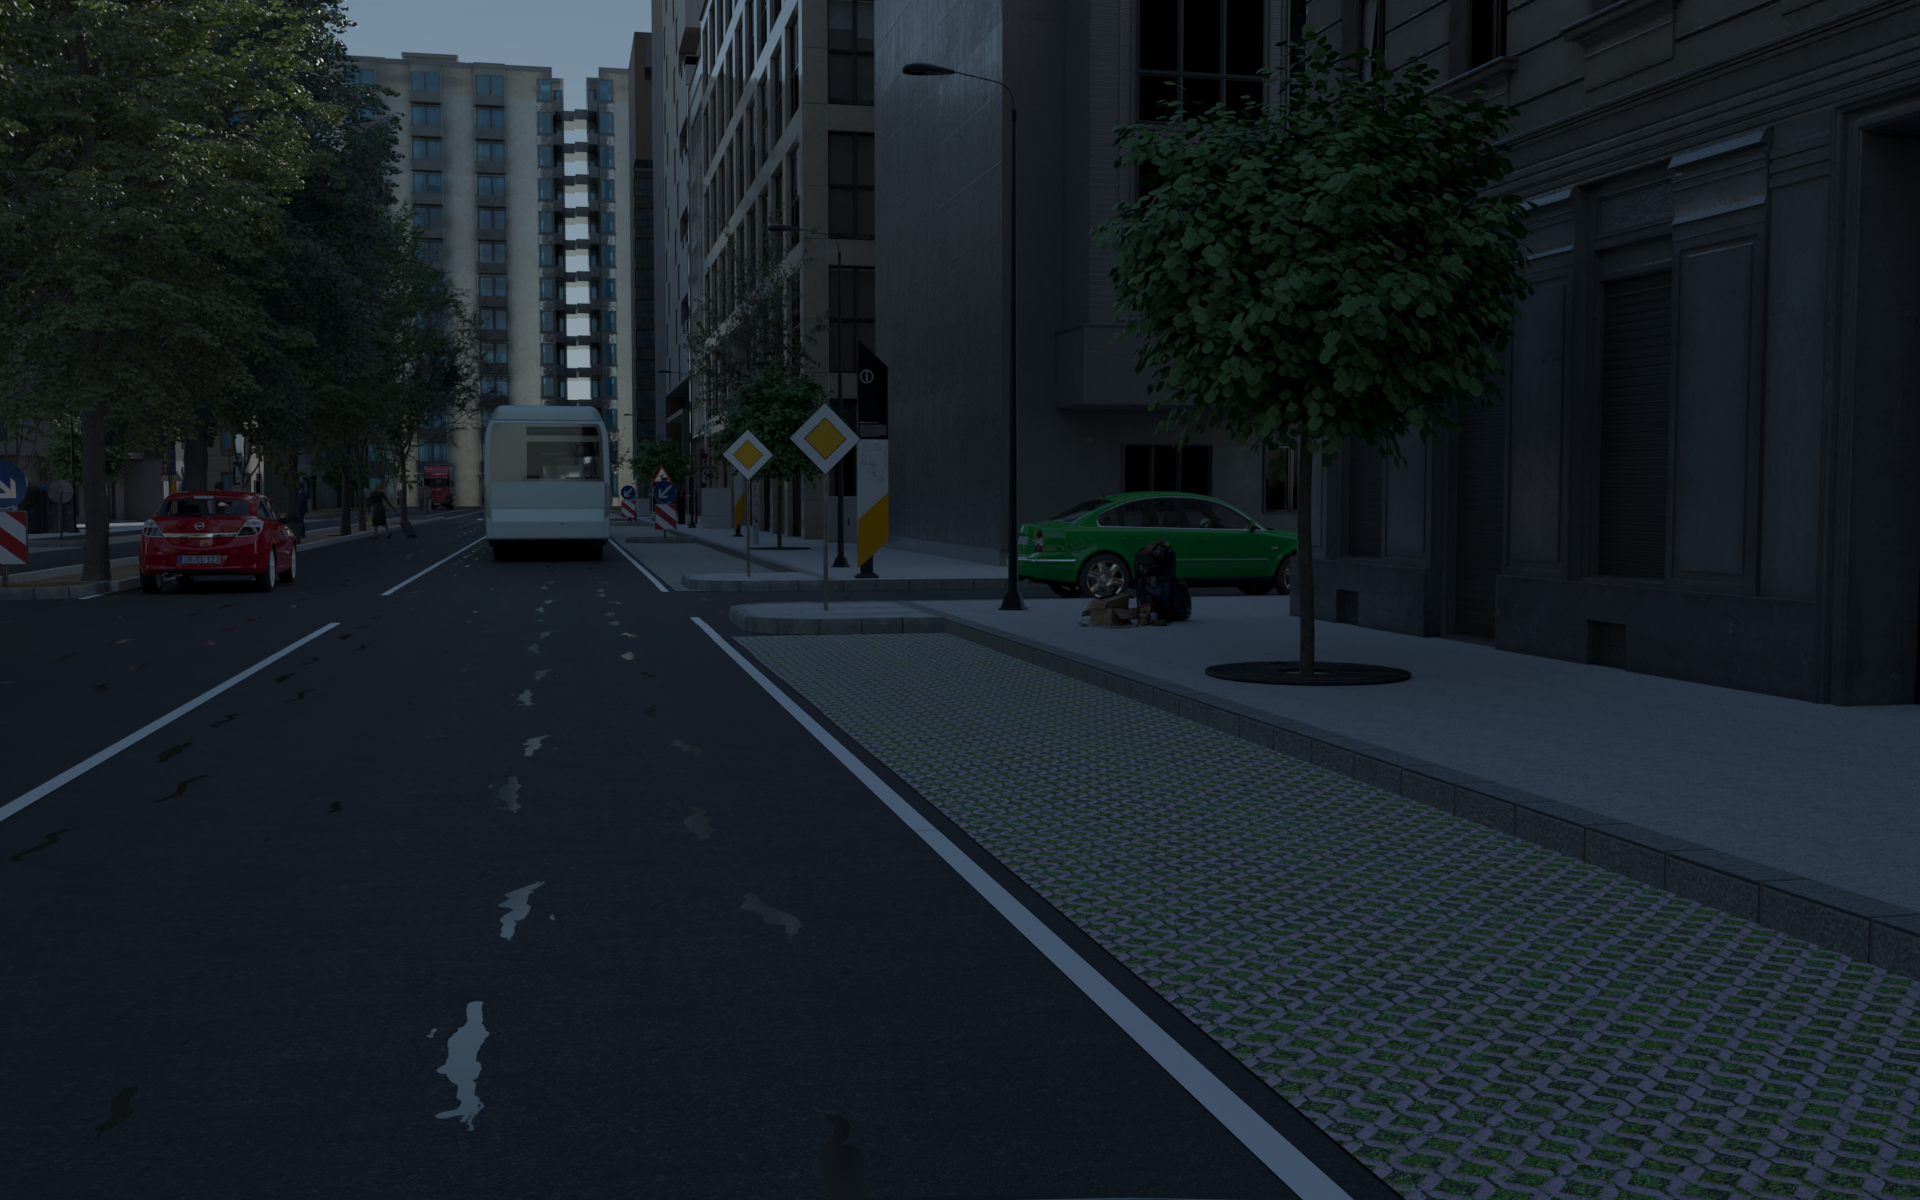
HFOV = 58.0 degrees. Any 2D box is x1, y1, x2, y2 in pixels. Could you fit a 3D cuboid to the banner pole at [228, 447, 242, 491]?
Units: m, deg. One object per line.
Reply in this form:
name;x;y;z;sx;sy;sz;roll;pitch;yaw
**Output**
banner pole;-38.682;-6.259;92.359;0.863;3.779;0.401;-1;4;-21

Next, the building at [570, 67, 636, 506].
building;-28.003;-35.303;196.808;30.456;49.044;23.786;-1;4;-13

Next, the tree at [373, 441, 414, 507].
tree;-56.110;-13.535;171.662;4.360;8.622;3.978;0;3;0

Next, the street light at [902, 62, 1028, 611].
street light;0.062;-2.838;18.936;1.470;5.913;1.316;-1;4;-13

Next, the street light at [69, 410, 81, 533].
street light;-28.810;-5.187;57.349;1.470;5.913;1.316;-1;4;-13

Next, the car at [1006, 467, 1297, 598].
car;3.006;-0.900;23.509;4.718;1.807;1.959;-1;4;-13

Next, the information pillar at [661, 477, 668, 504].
information pillar;-12.748;-4.300;74.795;0.304;2.012;0.304;0;4;-8

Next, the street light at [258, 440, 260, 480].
street light;-36.997;-7.358;92.846;1.470;5.913;1.316;-1;4;-13

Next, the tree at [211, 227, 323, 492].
tree;-17.948;-5.532;43.260;4.737;8.622;4.395;0;3;0

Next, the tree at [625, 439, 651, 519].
tree;-15.597;-6.494;89.897;4.285;4.588;4.351;0;3;0

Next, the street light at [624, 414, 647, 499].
street light;-18.748;-7.817;100.351;1.470;5.913;1.316;-1;4;-13

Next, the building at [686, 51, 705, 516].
building;-7.644;-16.768;92.172;12.078;24.808;19.932;-1;4;-13

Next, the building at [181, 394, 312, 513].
building;-56.934;-16.020;106.965;27.650;21.520;28.899;-1;4;-13

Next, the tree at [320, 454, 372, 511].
tree;-49.789;-9.657;141.610;4.285;4.588;4.351;0;3;0

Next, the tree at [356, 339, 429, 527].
tree;-24.653;-7.394;73.717;4.737;8.622;4.395;0;3;0

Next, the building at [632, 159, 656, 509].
building;-21.865;-23.349;153.463;14.160;30.474;14.107;-1;4;-13

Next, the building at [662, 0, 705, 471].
building;-6.307;-32.494;120.512;28.713;52.752;27.495;-1;4;-13

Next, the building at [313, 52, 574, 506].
building;-57.937;-34.953;191.086;30.456;49.044;23.786;-1;4;-13

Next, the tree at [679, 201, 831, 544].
tree;-5.258;-5.741;44.233;4.360;8.622;3.978;0;3;0

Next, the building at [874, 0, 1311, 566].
building;14.025;-13.422;38.522;30.058;24.678;14.314;-1;4;-13

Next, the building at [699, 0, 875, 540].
building;1.181;-16.018;66.409;19.350;26.468;34.151;-1;4;-13

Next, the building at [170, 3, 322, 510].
building;-56.028;-29.261;128.522;14.600;45.320;14.200;-1;4;-13

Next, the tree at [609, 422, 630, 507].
tree;-35.609;-13.821;176.331;4.360;8.622;3.978;0;3;0

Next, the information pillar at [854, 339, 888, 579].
information pillar;-1.344;-2.139;26.322;0.504;3.616;0.183;-1;4;-17

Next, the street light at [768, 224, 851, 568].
street light;-2.618;-3.519;30.073;1.470;5.913;1.316;-1;4;-13

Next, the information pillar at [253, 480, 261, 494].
information pillar;-37.168;-5.330;91.642;0.304;2.012;0.304;-3;4;-38

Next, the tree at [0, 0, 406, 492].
tree;-16.003;-7.750;35.831;9.857;13.997;8.962;0;3;0

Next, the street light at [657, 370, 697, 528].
street light;-10.628;-5.657;65.029;1.470;5.913;1.316;-1;4;-13

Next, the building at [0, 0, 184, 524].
building;-42.954;-18.558;75.130;14.160;30.474;14.107;-1;4;-13

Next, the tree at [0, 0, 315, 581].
tree;-13.490;-6.489;26.679;7.486;12.596;7.792;0;3;0

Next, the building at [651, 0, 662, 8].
building;-17.308;-29.936;139.561;14.600;45.320;14.200;-1;4;-13

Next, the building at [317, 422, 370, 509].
building;-69.990;-51.316;151.683;31.000;86.520;22.319;-1;4;-13

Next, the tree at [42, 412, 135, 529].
tree;-32.001;-4.885;63.583;4.285;4.588;4.351;0;3;0

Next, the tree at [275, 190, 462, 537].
tree;-20.615;-7.942;58.057;9.928;11.665;9.643;0;3;0

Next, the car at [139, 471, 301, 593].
car;-11.342;-1.077;26.646;2.155;1.783;4.494;-1;4;-15

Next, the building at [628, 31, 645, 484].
building;-24.513;-31.633;167.318;14.600;45.320;14.200;-1;4;-13

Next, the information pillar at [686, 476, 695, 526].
information pillar;-10.998;-4.050;70.710;0.304;2.012;0.304;-1;4;-23

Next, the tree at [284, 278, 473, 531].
tree;-23.019;-7.936;66.616;8.767;10.594;7.601;-1;4;-13

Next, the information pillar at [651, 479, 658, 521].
information pillar;-14.519;-4.764;82.378;0.304;2.012;0.304;-1;4;-19

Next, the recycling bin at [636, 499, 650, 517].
recycling bin;-17.921;-5.220;97.902;0.722;1.027;0.722;-1;4;-17

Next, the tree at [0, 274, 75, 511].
tree;-28.966;-6.282;53.075;4.737;8.622;4.395;0;3;0

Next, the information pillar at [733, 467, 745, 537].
information pillar;-6.622;-3.703;51.904;0.183;3.616;0.504;-3;4;-36

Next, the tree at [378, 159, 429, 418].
tree;-19.189;-7.875;49.336;7.486;12.596;7.792;0;3;0

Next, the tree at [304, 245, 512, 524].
tree;-26.617;-10.386;82.633;12.009;13.543;11.850;0;3;0

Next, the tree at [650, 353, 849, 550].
tree;-4.141;-3.452;40.154;4.285;4.588;4.351;0;3;0

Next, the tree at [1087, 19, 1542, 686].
tree;2.515;-1.742;12.198;4.285;4.588;4.351;0;3;0
